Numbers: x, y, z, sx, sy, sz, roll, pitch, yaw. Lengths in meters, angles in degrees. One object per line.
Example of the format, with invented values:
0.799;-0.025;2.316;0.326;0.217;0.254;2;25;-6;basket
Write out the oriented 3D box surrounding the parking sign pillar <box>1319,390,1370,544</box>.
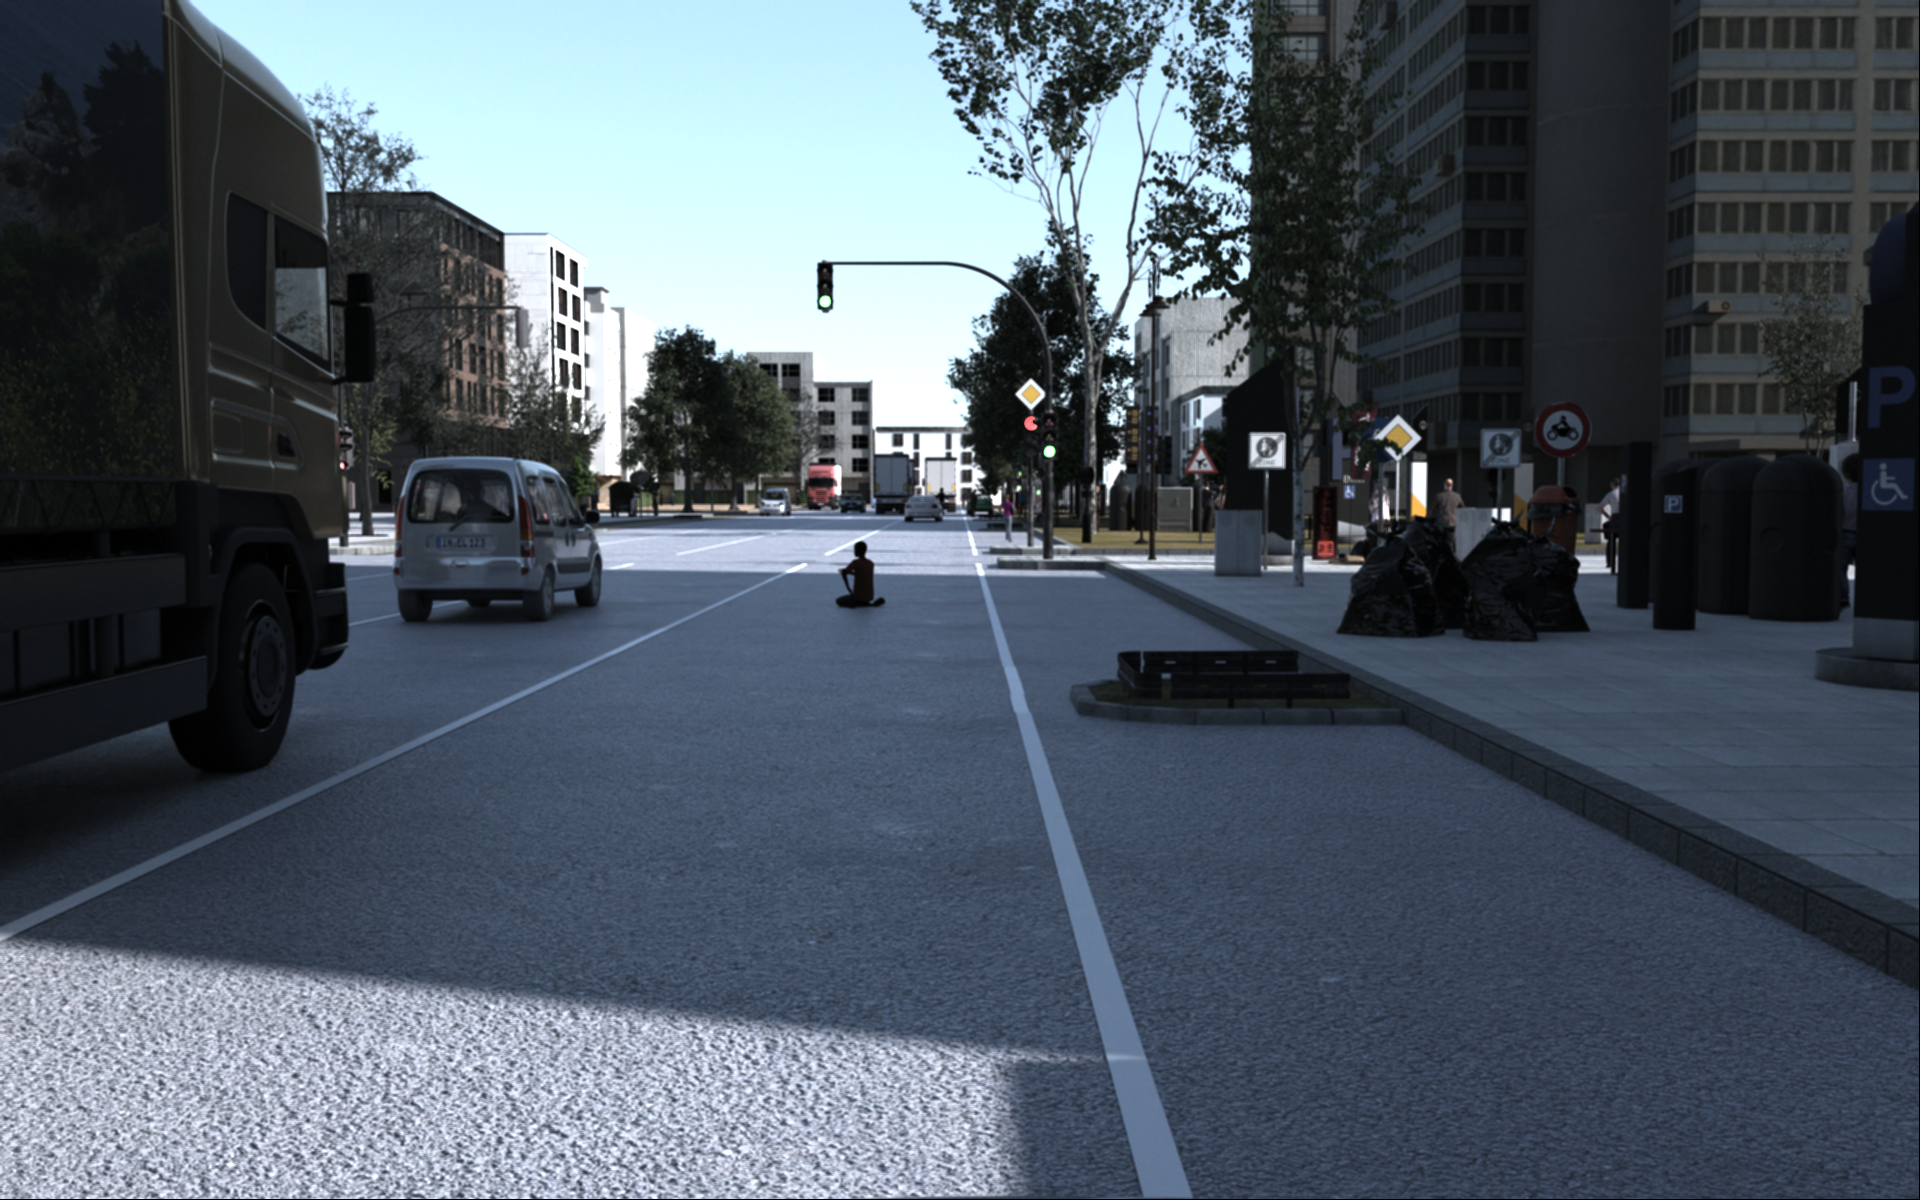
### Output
9.988;-3.454;44.945;1.447;3.967;1.447;-2;4;-24;parking sign pillar

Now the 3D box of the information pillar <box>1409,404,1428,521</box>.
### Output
11.915;-3.278;44.957;0.504;3.616;0.183;-1;4;-23;information pillar

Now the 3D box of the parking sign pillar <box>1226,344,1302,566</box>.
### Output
5.528;-2.634;31.536;1.447;3.967;1.447;2;4;31;parking sign pillar

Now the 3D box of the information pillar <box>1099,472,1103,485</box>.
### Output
8.701;-7.083;107.154;0.183;3.616;0.504;-2;4;-32;information pillar

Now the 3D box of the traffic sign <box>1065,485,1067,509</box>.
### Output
7.152;-7.193;117.616;0.884;2.594;0.081;0;4;4;traffic sign

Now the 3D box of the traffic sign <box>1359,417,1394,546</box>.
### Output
6.977;-1.749;28.703;0.768;2.556;0.104;0;4;2;traffic sign

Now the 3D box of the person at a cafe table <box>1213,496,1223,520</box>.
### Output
9.108;-2.924;58.674;1.726;1.238;1.698;0;4;-8;person at a cafe table

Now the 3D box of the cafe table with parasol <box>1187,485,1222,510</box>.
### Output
12.389;-5.063;87.645;2.610;1.966;2.610;-3;4;-37;cafe table with parasol

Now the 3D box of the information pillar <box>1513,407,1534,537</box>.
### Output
15.126;-3.368;46.429;0.504;3.616;0.183;1;4;17;information pillar

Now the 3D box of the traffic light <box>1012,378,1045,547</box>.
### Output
1.697;-3.245;41.979;0.839;4.253;0.868;0;3;0;traffic light

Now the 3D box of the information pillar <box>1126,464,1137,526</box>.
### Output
6.986;-4.834;70.389;0.504;3.616;0.183;3;4;37;information pillar

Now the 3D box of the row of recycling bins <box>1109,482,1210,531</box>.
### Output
6.968;-3.262;60.440;3.534;1.692;1.069;0;4;8;row of recycling bins

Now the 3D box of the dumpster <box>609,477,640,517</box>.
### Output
-18.668;-5.724;96.084;1.502;2.255;1.985;0;4;0;dumpster

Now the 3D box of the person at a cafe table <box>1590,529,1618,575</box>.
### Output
10.958;-0.976;26.813;1.698;1.238;1.726;0;4;-5;person at a cafe table

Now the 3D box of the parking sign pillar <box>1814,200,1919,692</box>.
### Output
6.636;-1.421;11.702;1.447;3.967;1.447;-2;4;-33;parking sign pillar

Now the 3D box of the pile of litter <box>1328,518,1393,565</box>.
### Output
7.505;-1.075;31.544;1.176;0.858;1.719;-2;4;-29;pile of litter

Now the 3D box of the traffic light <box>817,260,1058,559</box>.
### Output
-0.385;-3.620;33.850;4.771;5.953;1.251;0;3;0;traffic light

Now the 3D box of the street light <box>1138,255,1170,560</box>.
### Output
3.751;-3.721;33.633;0.468;5.910;1.993;0;3;0;street light

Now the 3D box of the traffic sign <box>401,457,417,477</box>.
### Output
-18.968;-3.660;59.945;0.768;2.556;0.104;0;4;2;traffic sign

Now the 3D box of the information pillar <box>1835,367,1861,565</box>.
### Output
16.117;-2.448;31.372;0.183;3.616;0.504;-3;5;-44;information pillar

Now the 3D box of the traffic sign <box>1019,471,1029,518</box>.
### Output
3.561;-5.723;93.675;0.768;2.556;0.104;0;4;2;traffic sign

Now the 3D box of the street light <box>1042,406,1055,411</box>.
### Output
3.725;-6.115;72.769;0.468;5.910;1.993;0;3;0;street light

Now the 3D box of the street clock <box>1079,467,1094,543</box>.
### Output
3.338;-2.508;45.576;0.358;2.002;0.471;2;4;29;street clock

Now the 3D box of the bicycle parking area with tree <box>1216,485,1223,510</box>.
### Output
14.428;-6.590;94.753;9.016;4.147;8.231;2;4;33;bicycle parking area with tree

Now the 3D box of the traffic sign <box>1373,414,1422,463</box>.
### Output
7.211;-1.759;28.497;0.795;2.593;0.064;0;4;4;traffic sign

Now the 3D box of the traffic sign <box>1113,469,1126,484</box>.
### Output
8.416;-5.517;90.209;0.884;2.594;0.081;0;4;4;traffic sign

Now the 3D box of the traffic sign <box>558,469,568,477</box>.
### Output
-20.437;-5.449;89.204;0.768;2.556;0.104;0;4;6;traffic sign

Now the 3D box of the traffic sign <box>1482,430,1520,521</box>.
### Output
8.505;-1.540;27.304;0.606;2.300;0.079;0;4;7;traffic sign

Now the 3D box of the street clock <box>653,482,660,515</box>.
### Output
-18.280;-6.089;104.132;0.358;2.002;0.471;3;5;40;street clock

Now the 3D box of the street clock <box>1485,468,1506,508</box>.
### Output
13.648;-2.424;44.208;0.471;2.002;0.358;0;4;-1;street clock

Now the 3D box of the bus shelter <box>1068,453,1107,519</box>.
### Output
6.715;-7.021;92.422;2.179;5.291;8.768;0;4;0;bus shelter

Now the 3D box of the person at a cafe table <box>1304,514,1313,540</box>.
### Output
10.268;-2.304;48.537;1.698;1.238;1.726;3;5;41;person at a cafe table

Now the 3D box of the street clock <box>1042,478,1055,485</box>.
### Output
3.425;-3.842;67.389;0.471;2.002;0.358;-1;4;-17;street clock

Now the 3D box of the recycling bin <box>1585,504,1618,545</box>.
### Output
16.524;-1.948;44.399;0.722;1.027;0.722;-1;4;-11;recycling bin

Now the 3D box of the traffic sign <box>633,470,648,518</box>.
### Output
-17.004;-5.633;92.201;0.768;2.556;0.104;0;4;2;traffic sign

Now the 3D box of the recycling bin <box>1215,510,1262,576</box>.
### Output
4.397;-0.904;27.334;0.722;1.027;0.722;1;4;10;recycling bin

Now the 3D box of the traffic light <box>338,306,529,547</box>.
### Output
-12.853;-4.117;41.980;4.771;5.953;1.251;0;3;0;traffic light

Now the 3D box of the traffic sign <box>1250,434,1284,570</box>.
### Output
5.133;-1.647;29.051;0.606;2.300;0.079;0;4;1;traffic sign

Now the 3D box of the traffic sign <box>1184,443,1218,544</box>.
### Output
6.189;-2.723;44.522;0.884;2.594;0.081;0;4;3;traffic sign

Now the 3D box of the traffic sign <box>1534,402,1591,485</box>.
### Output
8.384;-1.472;24.173;0.768;2.556;0.104;0;4;5;traffic sign

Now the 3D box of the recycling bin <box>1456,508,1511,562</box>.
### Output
9.388;-1.134;31.090;0.722;1.027;0.722;3;5;44;recycling bin

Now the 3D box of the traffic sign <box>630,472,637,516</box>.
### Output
-18.695;-6.109;99.984;0.768;2.556;0.104;0;4;5;traffic sign

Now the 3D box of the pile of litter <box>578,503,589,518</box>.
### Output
-19.178;-4.521;87.878;1.719;0.858;1.176;1;4;17;pile of litter

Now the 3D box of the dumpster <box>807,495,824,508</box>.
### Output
-15.055;-10.768;181.010;1.985;2.255;1.502;0;4;0;dumpster

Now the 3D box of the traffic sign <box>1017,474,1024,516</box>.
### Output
3.740;-6.283;102.828;0.768;2.556;0.104;0;4;5;traffic sign

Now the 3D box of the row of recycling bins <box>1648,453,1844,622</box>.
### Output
8.504;-0.730;19.046;1.069;1.692;3.534;0;3;0;row of recycling bins
